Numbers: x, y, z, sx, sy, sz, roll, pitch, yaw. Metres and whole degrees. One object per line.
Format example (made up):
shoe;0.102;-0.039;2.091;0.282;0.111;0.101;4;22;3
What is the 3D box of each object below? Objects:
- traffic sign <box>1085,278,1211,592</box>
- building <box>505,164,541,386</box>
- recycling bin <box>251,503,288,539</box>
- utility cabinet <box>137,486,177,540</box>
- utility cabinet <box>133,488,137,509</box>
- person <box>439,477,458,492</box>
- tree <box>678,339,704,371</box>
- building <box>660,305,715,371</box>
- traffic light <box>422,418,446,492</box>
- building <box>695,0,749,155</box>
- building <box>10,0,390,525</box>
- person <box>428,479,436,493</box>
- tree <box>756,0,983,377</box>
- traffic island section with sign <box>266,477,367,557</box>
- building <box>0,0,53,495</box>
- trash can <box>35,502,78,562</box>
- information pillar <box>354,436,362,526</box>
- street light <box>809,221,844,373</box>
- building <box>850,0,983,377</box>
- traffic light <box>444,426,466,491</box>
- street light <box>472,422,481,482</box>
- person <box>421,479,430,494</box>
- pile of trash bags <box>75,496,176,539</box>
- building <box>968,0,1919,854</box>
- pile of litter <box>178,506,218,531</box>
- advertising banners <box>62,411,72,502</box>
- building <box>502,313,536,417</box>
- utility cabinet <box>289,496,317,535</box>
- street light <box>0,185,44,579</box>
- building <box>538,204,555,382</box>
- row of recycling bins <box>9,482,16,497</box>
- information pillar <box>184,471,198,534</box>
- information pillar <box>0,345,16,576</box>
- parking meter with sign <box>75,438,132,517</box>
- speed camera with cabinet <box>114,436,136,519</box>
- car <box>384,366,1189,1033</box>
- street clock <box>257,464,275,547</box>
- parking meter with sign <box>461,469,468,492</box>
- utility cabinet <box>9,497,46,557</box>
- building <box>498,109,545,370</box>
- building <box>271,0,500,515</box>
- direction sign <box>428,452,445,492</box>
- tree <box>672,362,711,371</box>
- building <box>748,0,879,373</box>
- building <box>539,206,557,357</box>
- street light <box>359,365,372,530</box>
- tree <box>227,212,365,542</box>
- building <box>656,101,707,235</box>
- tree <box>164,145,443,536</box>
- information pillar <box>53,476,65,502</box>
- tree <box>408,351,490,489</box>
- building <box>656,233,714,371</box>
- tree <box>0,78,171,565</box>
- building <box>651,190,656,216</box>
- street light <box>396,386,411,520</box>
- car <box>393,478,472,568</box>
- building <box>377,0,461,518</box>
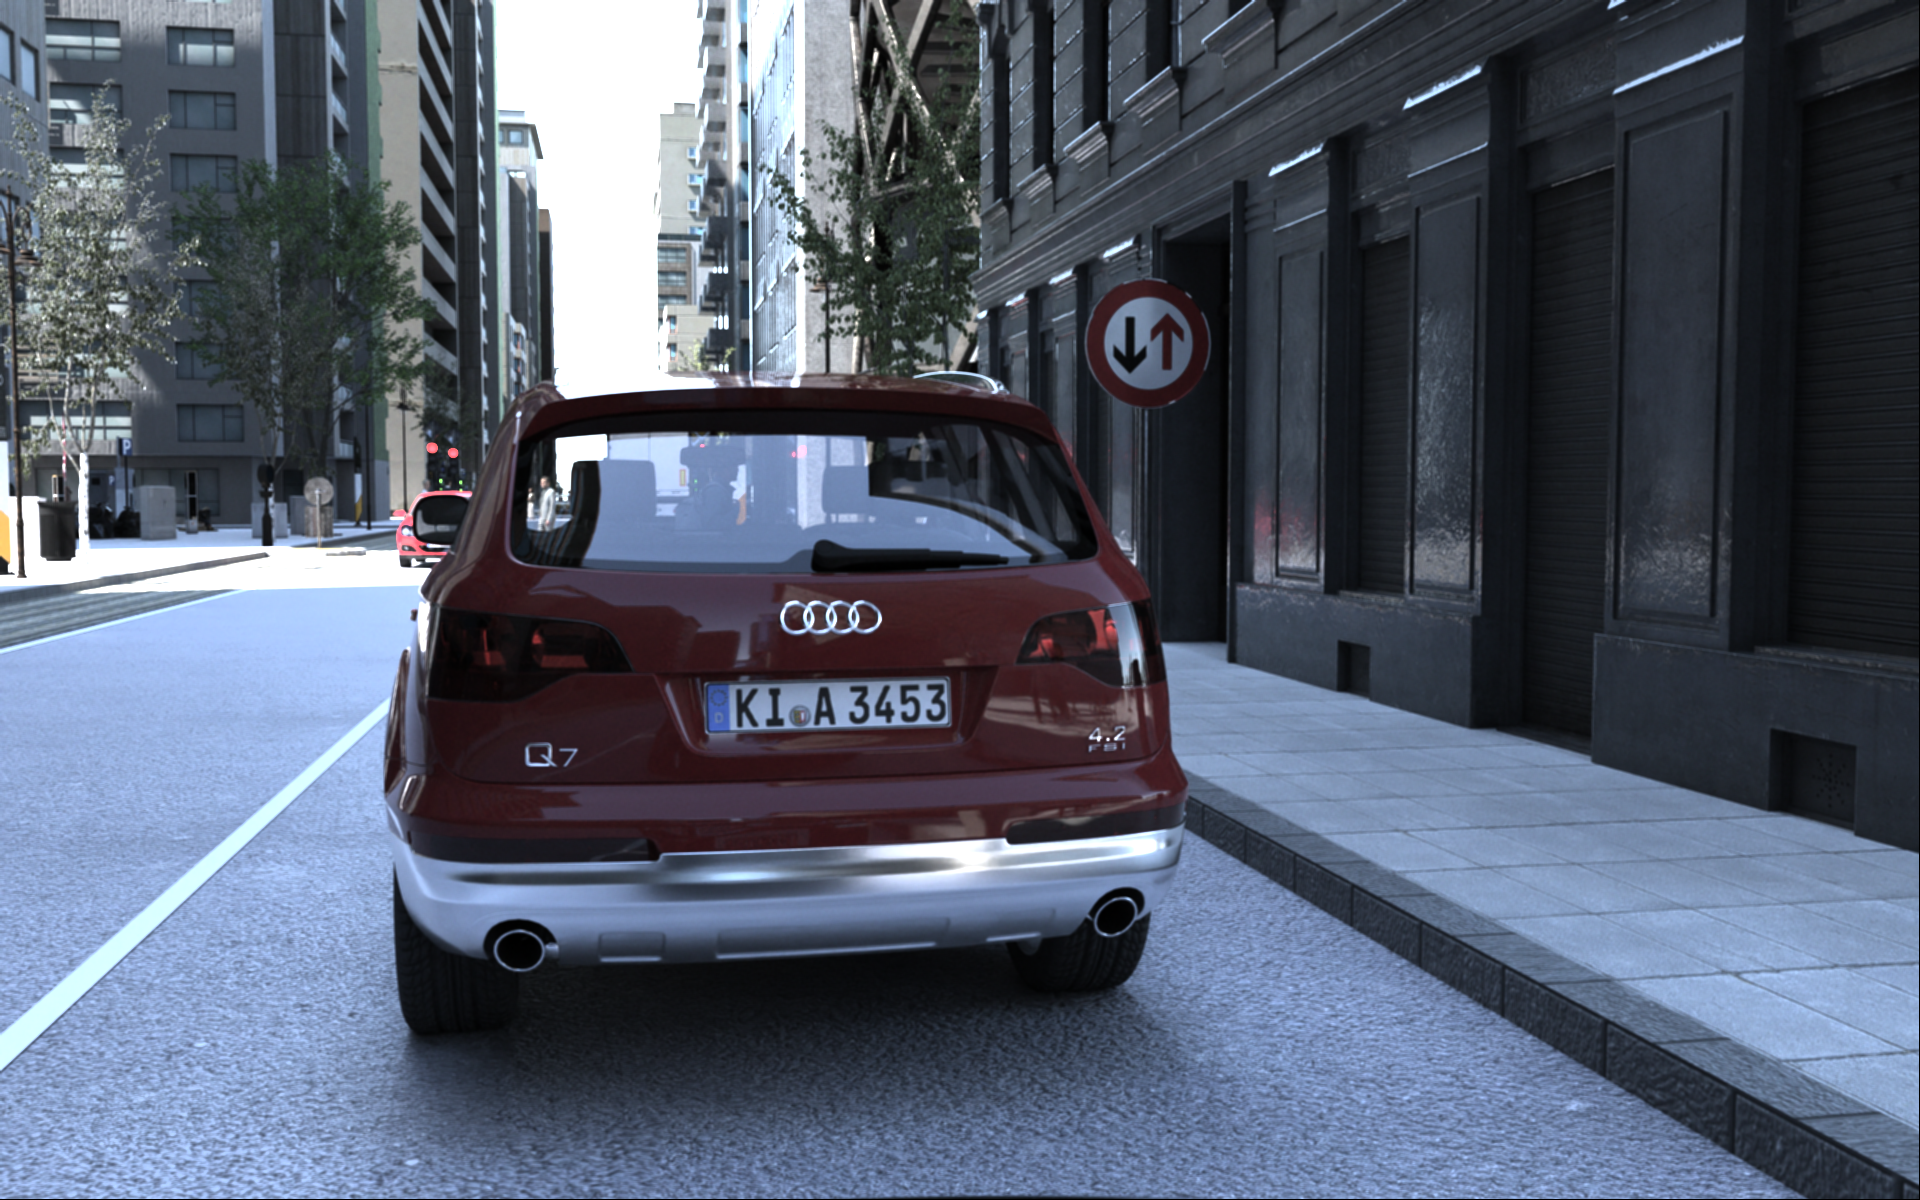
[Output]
traffic sign;1.104;-0.625;10.320;0.768;2.556;0.104;-1;4;-10
building;-58.029;-32.099;208.411;14.154;41.232;14.086;-1;4;-11
recycling bin;-20.065;-2.311;50.334;0.722;1.027;0.722;2;4;29
utility cabinet;-22.318;-2.419;48.228;0.318;1.500;1.173;1;4;10
utility cabinet;-27.194;-3.040;58.387;1.173;1.500;0.318;0;4;0
person;-14.470;-2.529;49.213;0.648;1.900;0.474;-2;4;-25
tree;-11.730;-8.017;81.444;4.737;8.622;4.395;0;3;0
building;-15.951;-20.178;174.957;27.650;21.520;28.899;-1;4;-11
traffic light;-19.460;-4.597;64.087;0.839;4.253;0.868;-1;4;-11
building;-6.362;-30.468;117.763;23.786;49.044;30.456;-1;4;-11
building;-33.708;-24.013;76.207;14.154;41.232;14.086;-1;4;-11
person;-15.180;-2.502;49.210;0.447;1.846;0.655;1;4;9
tree;-0.518;-4.601;25.591;4.737;8.622;4.395;0;3;0
traffic island section with sign;-14.808;-1.916;39.962;1.989;1.847;2.006;-1;4;-11
building;-42.056;-27.832;44.285;27.495;52.752;28.713;-1;4;-11
trash can;-17.150;-1.301;32.925;0.748;1.137;0.748;0;3;0
information pillar;-24.536;-4.846;70.586;0.183;3.616;0.504;0;4;4
street light;-2.252;-3.471;29.532;0.468;5.910;1.993;-1;4;-11
building;5.841;-10.472;38.665;16.820;18.784;16.811;-1;4;-11
traffic light;-20.982;-5.077;71.926;0.839;4.253;0.868;-1;4;-11
street light;-30.096;-8.259;107.829;0.468;5.910;1.993;-1;4;-11
person;-14.840;-2.427;48.055;0.818;1.842;0.514;-2;4;-30
pile of trash bags;-24.496;-2.500;50.627;1.912;1.369;3.447;2;4;28
building;6.472;-10.107;14.396;9.793;20.994;18.267;-1;4;-11
pile of litter;-26.365;-2.812;59.947;1.176;0.858;1.719;-3;5;-41
advertising banners;-19.414;-2.536;37.656;0.090;3.025;2.074;-2;4;-24
building;-60.582;-20.895;186.668;27.650;21.520;28.899;-1;4;-11
utility cabinet;-20.691;-2.673;54.862;0.306;1.237;1.020;2;4;35
street light;-14.211;-3.258;26.055;0.468;5.910;1.993;-1;4;-11
building;-68.499;-37.403;261.652;14.600;45.320;14.200;-1;4;-11
row of recycling bins;-26.214;-2.320;45.044;1.069;1.692;3.534;1;4;19
information pillar;-24.788;-3.140;55.838;0.304;2.012;0.304;-3;5;-41
information pillar;-15.101;-2.184;27.060;0.183;3.616;0.504;2;4;25
parking meter with sign;-26.810;-3.539;54.124;1.738;3.016;0.543;0;4;7
speed camera with cabinet;-28.412;-3.943;58.808;0.660;3.252;2.038;-1;4;-20
car;-0.851;0.145;6.307;2.281;1.827;5.304;-1;4;-13
street clock;-16.920;-2.305;42.264;0.358;2.002;0.471;0;4;2
parking meter with sign;-33.916;-7.474;118.453;0.543;3.016;1.738;-2;4;-24
utility cabinet;-19.190;-1.478;35.325;1.020;1.237;0.306;0;4;2
building;-72.192;-39.737;238.937;28.713;52.752;27.495;-1;4;-11
building;-41.756;-27.215;128.563;14.154;41.232;14.086;-1;4;-11
direction sign;-28.255;-6.210;93.523;0.876;3.537;0.379;-2;4;-32
tree;-14.743;-8.830;94.727;4.360;8.622;3.978;0;3;0
building;-0.103;-14.577;56.357;12.078;24.808;19.932;-1;4;-11
building;-77.510;-40.544;282.497;23.786;49.044;30.456;-1;4;-11
street light;-21.204;-5.455;61.975;0.468;5.910;1.993;-1;4;-11
tree;-18.092;-5.822;45.547;4.360;8.622;3.978;0;3;0
building;-26.074;-35.993;212.188;21.300;48.544;21.600;-1;4;-11
tree;-19.705;-7.776;52.899;9.928;11.665;9.643;0;3;0
information pillar;-36.007;-3.960;69.230;0.304;2.012;0.304;2;4;34
tree;-26.509;-8.491;89.189;4.360;8.622;3.978;0;3;0
building;-26.919;-25.855;194.425;14.160;30.474;14.107;-1;4;-11
tree;-15.871;-4.949;31.281;4.360;8.622;3.978;0;3;0
building;-37.180;-43.034;292.848;28.713;52.752;27.495;-1;4;-11
street light;-23.155;-6.079;72.184;0.468;5.910;1.993;-1;4;-11
car;-10.328;-1.600;35.193;2.155;1.783;4.494;-1;4;-11
building;-41.437;-29.178;100.763;21.300;48.544;21.600;-1;4;-11
